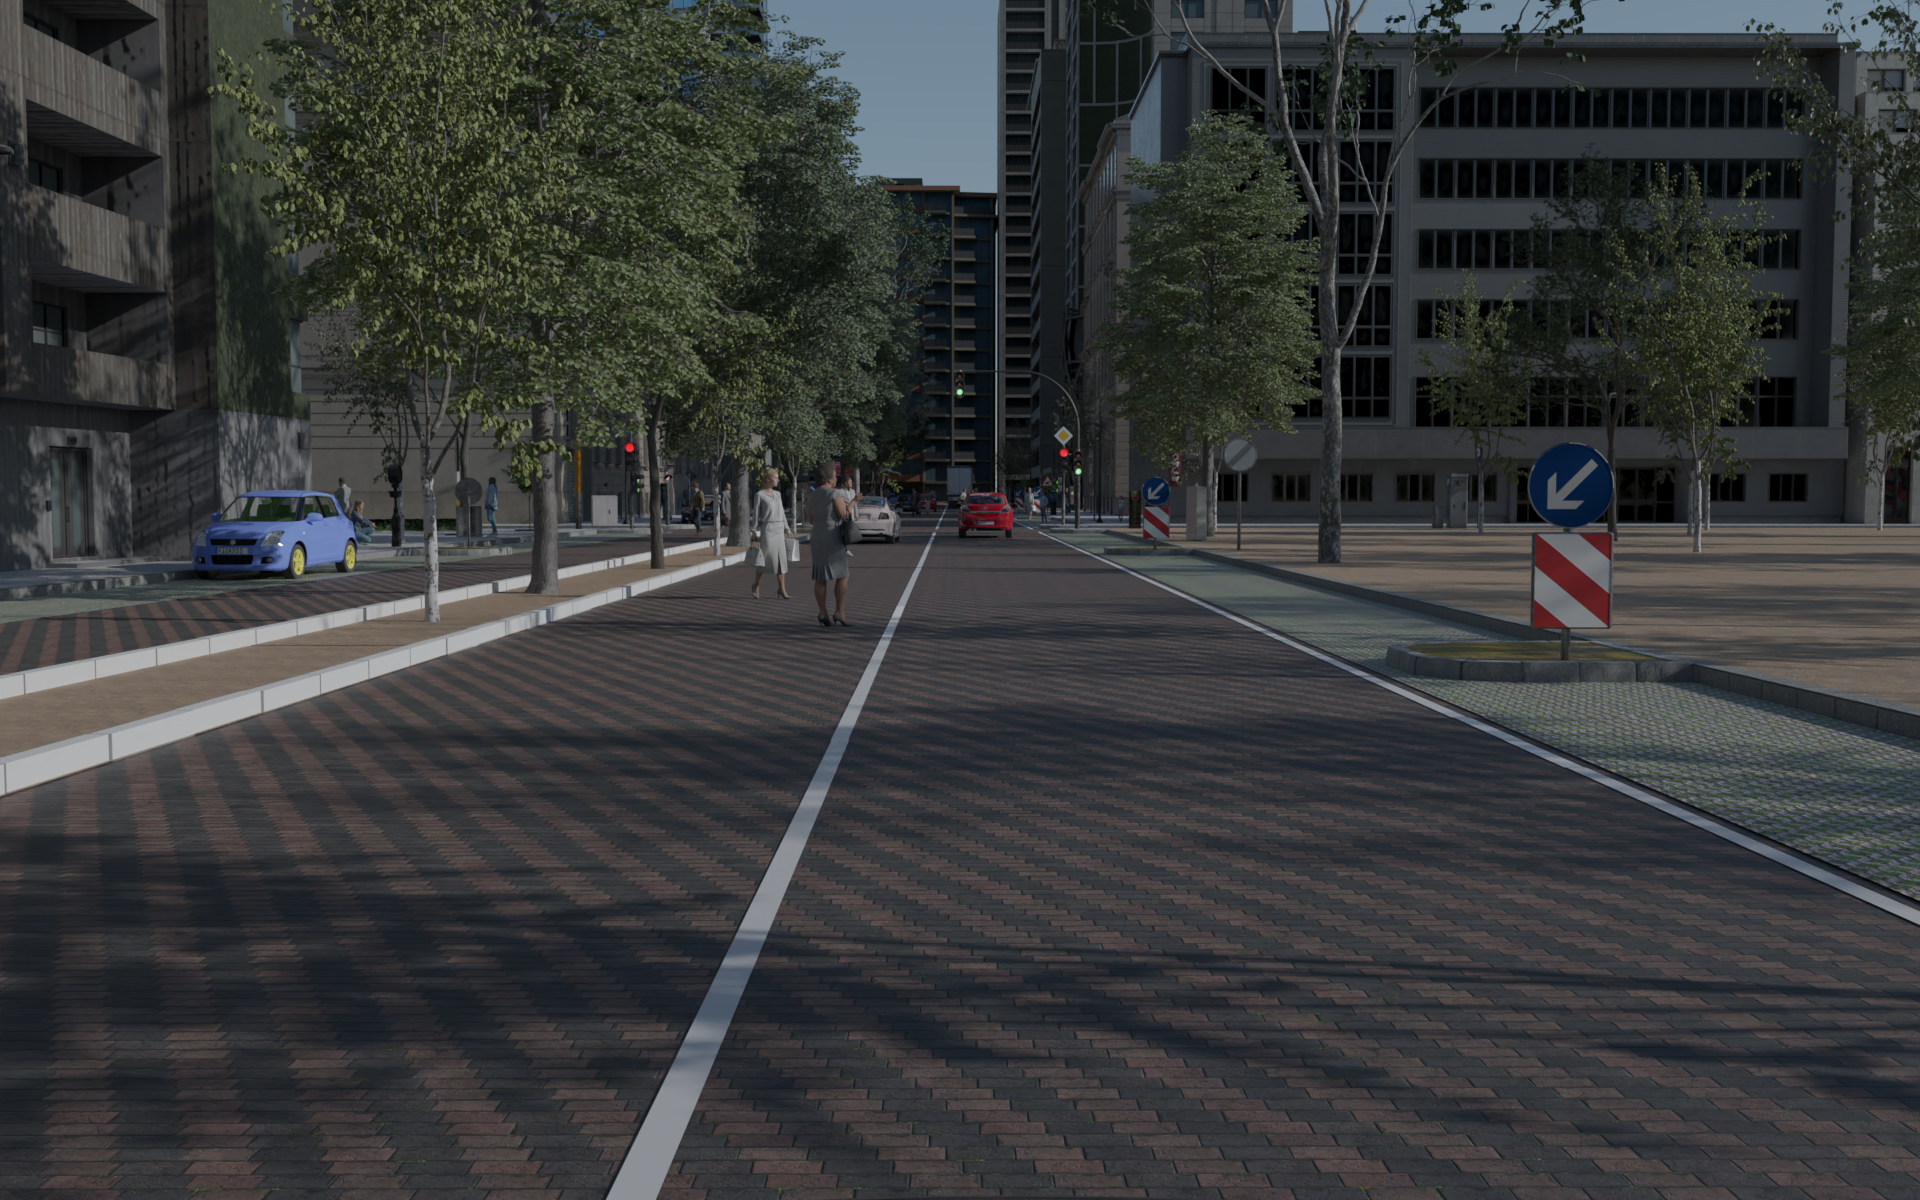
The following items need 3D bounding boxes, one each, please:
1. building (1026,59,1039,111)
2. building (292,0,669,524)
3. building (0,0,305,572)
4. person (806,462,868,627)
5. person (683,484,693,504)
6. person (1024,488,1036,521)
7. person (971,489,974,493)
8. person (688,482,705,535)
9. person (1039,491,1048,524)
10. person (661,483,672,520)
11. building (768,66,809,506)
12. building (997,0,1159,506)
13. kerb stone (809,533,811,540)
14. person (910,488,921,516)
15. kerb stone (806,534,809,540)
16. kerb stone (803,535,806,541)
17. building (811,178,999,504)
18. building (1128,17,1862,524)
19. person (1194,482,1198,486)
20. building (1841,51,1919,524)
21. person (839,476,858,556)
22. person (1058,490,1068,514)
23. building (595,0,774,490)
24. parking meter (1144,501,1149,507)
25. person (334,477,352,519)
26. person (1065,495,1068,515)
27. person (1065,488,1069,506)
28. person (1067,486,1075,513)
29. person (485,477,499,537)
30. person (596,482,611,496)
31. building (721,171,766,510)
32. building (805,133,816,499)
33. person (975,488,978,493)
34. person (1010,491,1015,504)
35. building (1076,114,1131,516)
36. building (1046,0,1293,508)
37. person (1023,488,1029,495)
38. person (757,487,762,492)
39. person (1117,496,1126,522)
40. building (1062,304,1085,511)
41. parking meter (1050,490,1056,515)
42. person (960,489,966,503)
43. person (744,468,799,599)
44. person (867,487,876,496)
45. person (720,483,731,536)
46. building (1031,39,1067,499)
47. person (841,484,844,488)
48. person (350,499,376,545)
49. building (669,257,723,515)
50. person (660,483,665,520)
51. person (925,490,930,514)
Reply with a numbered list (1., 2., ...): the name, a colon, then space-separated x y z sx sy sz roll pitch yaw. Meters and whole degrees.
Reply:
1. building: 22.815 -37.761 206.628 28.713 52.752 27.495 0 4 0
2. building: -24.432 -15.580 88.009 16.112 22.955 30.059 0 4 0
3. building: -21.142 -15.805 30.119 14.160 30.474 14.107 0 4 0
4. person: -1.302 -0.606 18.769 0.716 1.782 0.532 3 5 39
5. person: -14.373 -5.230 91.734 0.473 1.802 0.592 -3 4 -38
6. person: 3.792 -5.173 93.438 0.694 1.780 0.624 3 5 42
7. person: 0.970 -7.603 132.800 0.713 1.824 0.794 2 4 24
8. person: -9.172 -3.175 60.318 0.656 1.842 0.836 0 4 8
9. person: 4.014 -4.499 83.862 0.330 1.601 0.589 -2 4 -26
10. person: -14.479 -4.845 85.288 0.654 1.822 0.581 3 4 38
11. building: -23.673 -32.669 184.242 14.600 45.320 14.200 0 4 0
12. building: 15.588 -49.116 241.289 20.611 71.187 20.563 0 4 0
13. kerb stone: -4.801 -1.936 53.852 0.120 0.150 1.000 0 4 0
14. person: -2.876 -6.322 111.835 0.822 1.834 0.622 -1 4 -11
15. kerb stone: -4.791 -1.874 52.830 0.120 0.150 1.000 0 4 0
16. kerb stone: -4.788 -1.811 51.798 0.120 0.150 1.000 0 4 0
17. building: -9.154 -35.966 242.667 28.867 44.769 22.147 0 4 0
18. building: 23.473 -15.962 80.040 30.058 24.678 14.314 0 4 0
19. person: 9.779 -4.040 72.273 0.511 1.800 0.466 2 4 28
20. building: 46.940 -13.680 78.415 16.860 20.320 10.420 0 4 0
21. person: -2.696 -1.955 40.304 0.661 1.843 0.795 -3 5 -41
22. person: 6.712 -6.500 112.501 0.721 1.800 0.419 0 4 -2
23. building: -28.297 -51.849 160.406 22.319 86.520 31.000 0 4 0
24. parking meter: 7.768 -3.853 71.405 0.372 1.533 0.369 0 3 0
25. person: -19.271 -2.924 54.028 0.466 1.800 0.511 1 4 14
26. person: 6.345 -5.714 104.155 0.332 1.250 0.352 1 4 9
27. person: 7.962 -7.443 128.307 0.524 1.755 0.480 -2 4 -31
28. person: 7.582 -6.853 118.262 0.590 1.801 0.661 -2 4 -23
29. person: -14.055 -2.798 52.061 0.793 1.790 0.793 -3 4 -36
30. person: -15.923 -4.351 77.371 0.592 1.802 0.473 1 4 17
31. building: -22.486 -19.500 136.840 12.078 24.808 19.932 0 4 0
32. building: -32.375 -35.975 207.799 30.456 49.044 23.786 0 4 0
33. person: 1.041 -6.434 113.578 0.818 1.842 0.514 -3 5 -39
34. person: 6.665 -12.741 215.184 1.217 1.723 0.721 2 4 25
35. building: 14.560 -19.238 111.802 12.463 27.353 25.104 0 4 0
36. building: 18.485 -44.151 160.118 20.563 71.187 20.611 0 4 0
37. person: 6.214 -9.520 161.783 1.350 1.814 0.705 1 4 23
38. person: -9.988 -4.769 86.659 0.728 1.800 0.709 0 4 2
39. person: 7.409 -4.154 78.972 0.505 1.210 0.382 3 5 42
40. building: 16.562 -16.582 138.575 16.820 18.784 16.811 0 4 0
41. parking meter: 5.682 -5.933 105.418 0.372 1.533 0.369 0 3 0
42. person: 0.220 -7.523 131.349 0.795 1.843 0.661 3 4 37
43. person: -2.588 -0.909 23.710 0.694 1.780 0.624 -2 4 -33
44. person: -4.221 -4.530 83.121 0.519 1.759 0.362 1 4 14
45. person: -7.956 -3.103 59.340 0.767 1.812 0.694 1 4 22
46. building: 18.585 -34.158 182.182 21.300 48.544 21.600 0 4 0
47. person: -4.062 -3.218 61.337 0.478 1.798 0.641 -1 4 -17
48. person: -14.911 -1.948 43.399 0.738 1.151 1.012 0 4 -1
49. building: -23.495 -20.013 114.599 14.401 28.519 23.554 0 4 0
50. person: -14.411 -4.740 83.531 0.794 1.824 0.713 1 4 8
51. person: -2.379 -7.204 126.837 0.362 1.759 0.519 1 4 20
